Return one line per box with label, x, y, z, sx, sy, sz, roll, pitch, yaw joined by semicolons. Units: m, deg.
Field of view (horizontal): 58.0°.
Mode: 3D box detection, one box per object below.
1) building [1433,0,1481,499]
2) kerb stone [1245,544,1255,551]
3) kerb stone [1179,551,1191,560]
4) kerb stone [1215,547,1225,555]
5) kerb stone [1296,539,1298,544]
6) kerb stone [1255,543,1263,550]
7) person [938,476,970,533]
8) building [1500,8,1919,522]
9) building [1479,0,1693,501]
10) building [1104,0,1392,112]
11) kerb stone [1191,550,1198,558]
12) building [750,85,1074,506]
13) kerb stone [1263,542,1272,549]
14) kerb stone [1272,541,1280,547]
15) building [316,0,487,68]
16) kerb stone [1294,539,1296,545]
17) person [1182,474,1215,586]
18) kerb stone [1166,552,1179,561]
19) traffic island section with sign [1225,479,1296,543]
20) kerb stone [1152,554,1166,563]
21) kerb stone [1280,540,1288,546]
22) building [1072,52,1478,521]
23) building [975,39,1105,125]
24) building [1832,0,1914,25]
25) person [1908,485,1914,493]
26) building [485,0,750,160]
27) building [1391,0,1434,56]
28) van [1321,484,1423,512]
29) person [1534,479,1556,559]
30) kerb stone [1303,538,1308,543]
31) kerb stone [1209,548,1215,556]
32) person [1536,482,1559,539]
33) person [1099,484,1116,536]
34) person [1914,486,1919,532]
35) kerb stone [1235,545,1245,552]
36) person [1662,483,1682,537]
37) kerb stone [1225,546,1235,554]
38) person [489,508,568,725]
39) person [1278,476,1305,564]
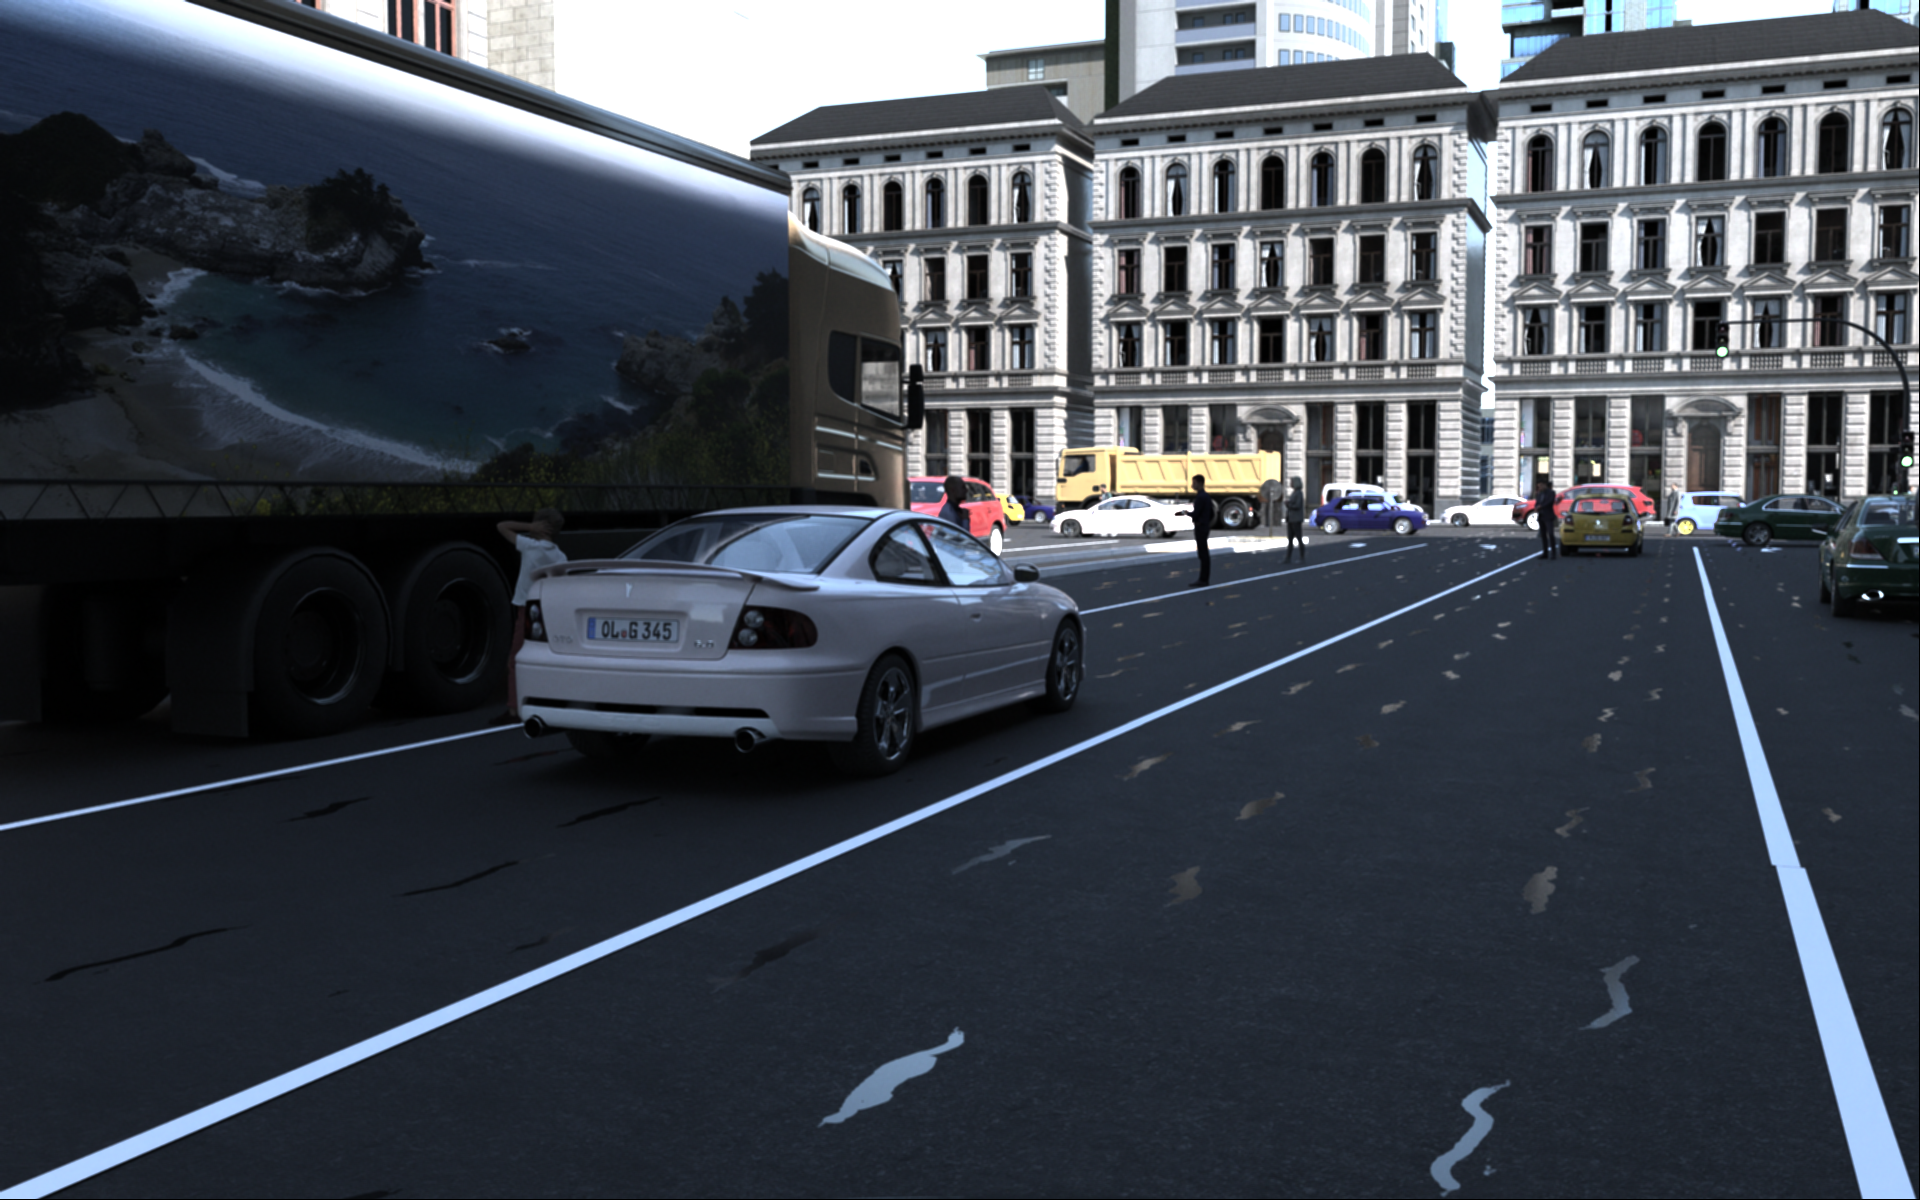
building;57.888;-57.333;250.059;31.000;86.520;22.319;1;4;22
kerb stone;7.217;-1.321;43.801;0.120;0.150;1.000;1;4;22
kerb stone;4.840;-0.972;38.081;0.120;0.150;1.000;1;4;22
kerb stone;6.026;-1.144;40.942;0.120;0.150;1.000;1;4;22
kerb stone;9.585;-1.663;49.506;0.120;0.150;1.000;1;4;22
kerb stone;7.602;-1.376;44.754;0.120;0.150;1.000;1;4;22
person;-0.038;-0.184;13.574;0.319;1.574;0.516;0;4;6
building;35.605;-15.513;82.508;19.941;23.489;11.050;1;4;22
building;86.788;-56.627;238.528;31.000;86.520;22.319;1;4;22
building;27.138;-37.882;161.364;21.231;58.520;28.212;1;4;22
kerb stone;5.234;-1.030;39.040;0.120;0.150;1.000;1;4;22
building;-1.783;-16.418;97.312;19.941;23.489;11.050;1;4;22
kerb stone;8.002;-1.430;45.703;0.120;0.150;1.000;1;4;22
kerb stone;8.396;-1.491;46.652;0.120;0.150;1.000;1;4;22
building;-21.666;-15.159;35.242;14.401;28.519;23.554;1;4;22
kerb stone;9.188;-1.612;48.556;0.120;0.150;1.000;1;4;22
person;3.713;-1.093;27.078;0.504;1.737;0.576;1;4;11
kerb stone;4.445;-0.912;37.126;0.120;0.150;1.000;1;4;22
traffic island section with sign;8.986;-2.606;50.736;2.006;1.907;1.989;1;4;22
kerb stone;4.049;-0.854;36.178;0.120;0.150;1.000;1;4;22
kerb stone;8.798;-1.554;47.605;0.120;0.150;1.000;1;4;22
building;17.275;-15.992;90.350;19.941;23.489;11.050;1;4;22
building;17.855;-37.465;201.792;27.495;52.752;28.713;1;4;22
building;81.216;-50.703;141.670;22.319;86.520;31.000;1;4;22
person;37.147;-3.615;67.955;0.444;1.785;0.601;1;4;22
building;-16.498;-12.194;54.128;16.860;20.320;10.420;1;4;22
building;41.576;-46.324;195.650;20.611;71.187;20.563;1;4;22
van;16.605;-3.838;69.764;4.112;2.044;2.013;1;4;22
person;12.850;-1.785;38.126;0.568;1.767;0.683;-2;4;-30
kerb stone;9.977;-1.729;50.465;0.120;0.150;1.000;1;4;22
kerb stone;5.637;-1.085;39.992;0.120;0.150;1.000;1;4;22
person;18.569;-2.827;54.707;0.713;1.824;0.794;2;4;35
person;4.991;-3.078;59.172;0.721;1.781;0.623;-3;5;-42
person;9.216;-0.462;16.238;0.473;1.802;0.592;2;4;25
kerb stone;6.819;-1.263;42.848;0.120;0.150;1.000;1;4;22
person;23.729;-3.001;57.664;0.767;1.812;0.694;0;4;-2
kerb stone;6.424;-1.203;41.894;0.120;0.150;1.000;1;4;22
person;-2.692;0.096;10.835;0.340;1.345;0.435;3;4;37
person;6.875;-1.656;35.760;0.526;1.800;0.537;0;4;1
